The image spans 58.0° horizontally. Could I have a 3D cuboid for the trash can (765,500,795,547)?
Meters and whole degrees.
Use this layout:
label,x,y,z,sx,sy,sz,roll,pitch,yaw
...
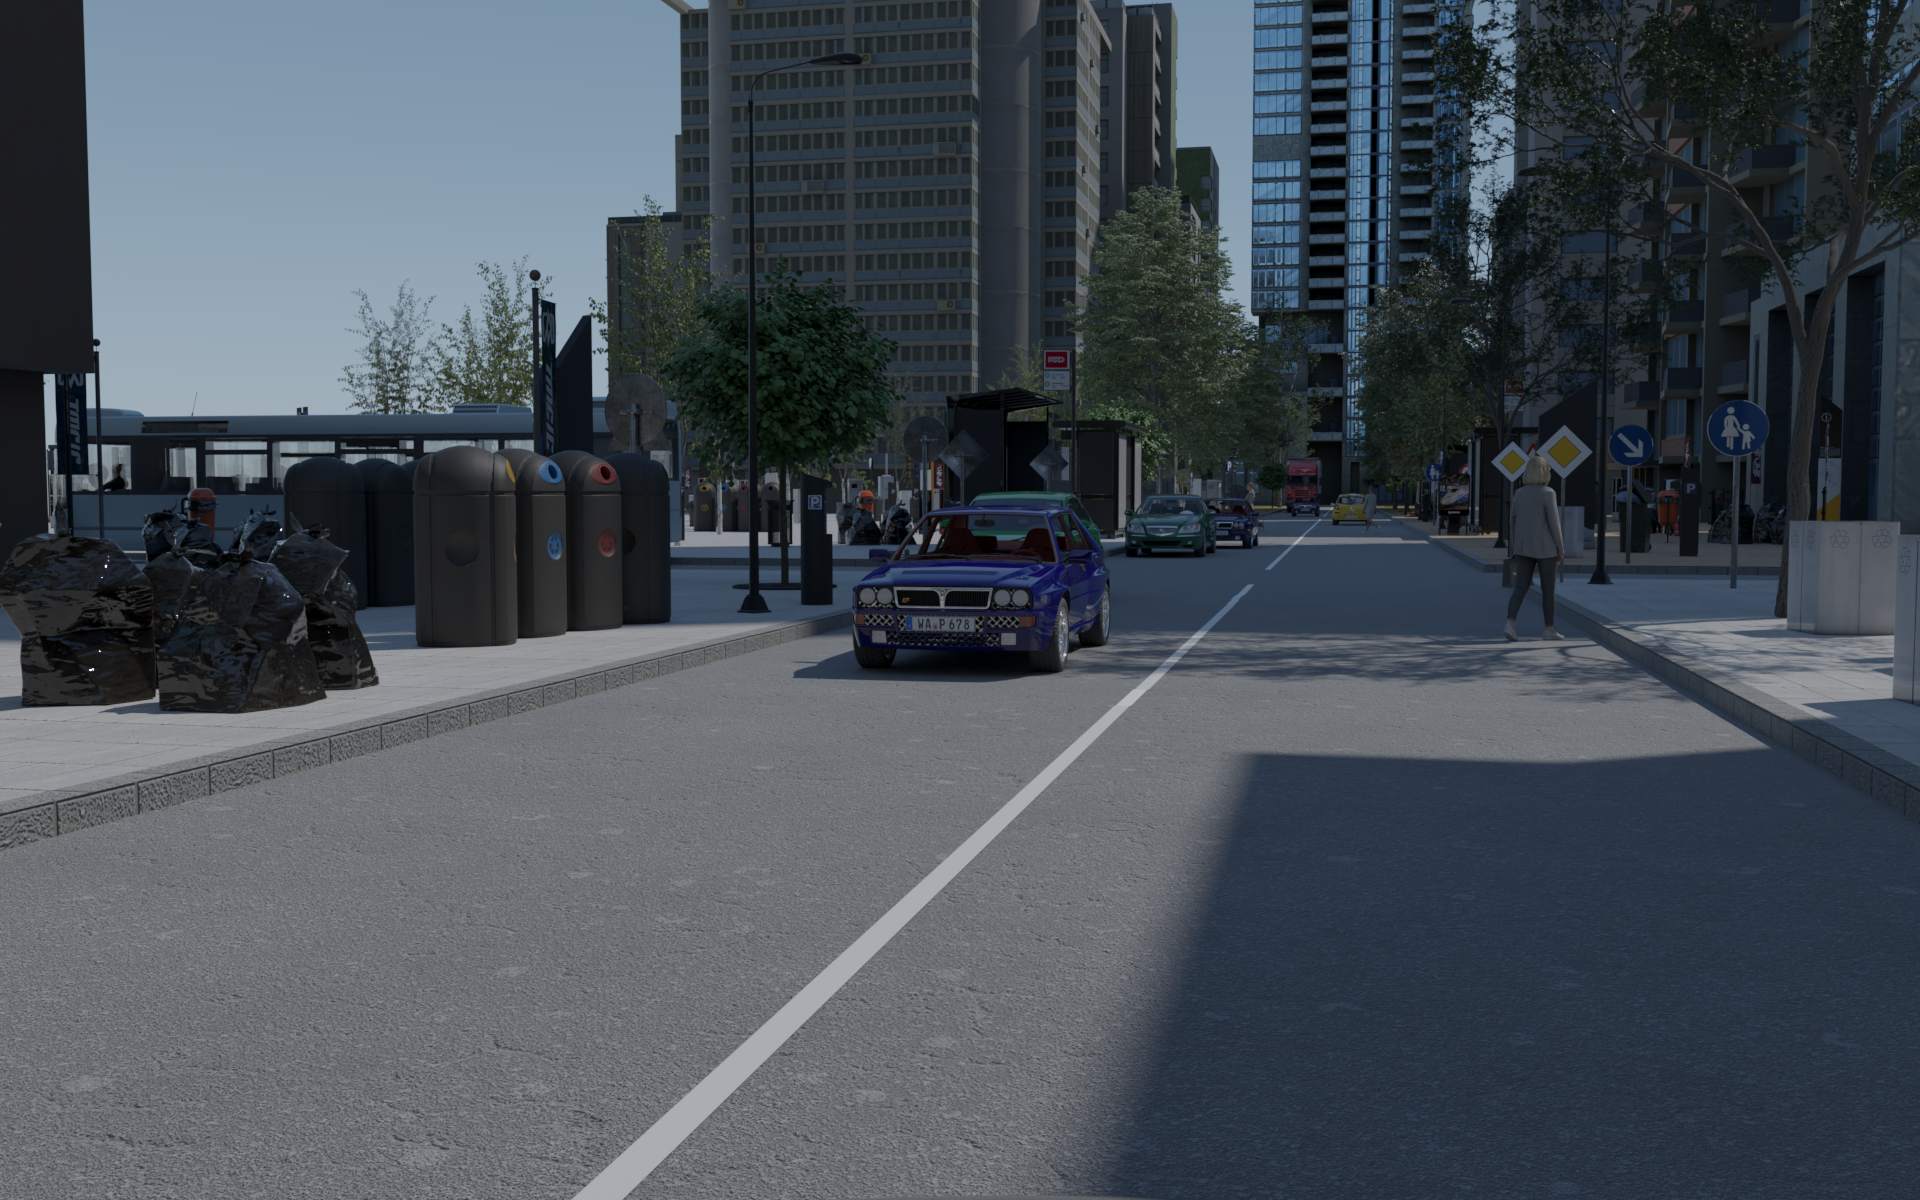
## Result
label,x,y,z,sx,sy,sz,roll,pitch,yaw
trash can,-4.368,-1.859,42.044,0.748,1.137,0.748,0,3,0

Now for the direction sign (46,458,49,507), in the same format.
label,x,y,z,sx,sy,sz,roll,pitch,yaw
direction sign,-43.172,-5.507,82.033,0.876,3.537,0.379,-1,4,-18

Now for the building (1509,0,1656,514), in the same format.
label,x,y,z,sx,sy,sz,roll,pitch,yaw
building,50.350,-35.520,122.759,21.231,58.520,28.212,1,4,13

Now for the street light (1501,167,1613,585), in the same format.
label,x,y,z,sx,sy,sz,roll,pitch,yaw
street light,8.607,-3.187,24.652,1.470,5.913,1.316,1,4,13

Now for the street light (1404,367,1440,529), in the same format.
label,x,y,z,sx,sy,sz,roll,pitch,yaw
street light,17.090,-5.543,63.170,1.470,5.913,1.316,1,4,13

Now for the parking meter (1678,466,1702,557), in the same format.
label,x,y,z,sx,sy,sz,roll,pitch,yaw
parking meter,15.036,-1.830,35.629,0.399,1.863,0.255,1,4,22

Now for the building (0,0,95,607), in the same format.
label,x,y,z,sx,sy,sz,roll,pitch,yaw
building,-18.651,-22.260,14.054,14.200,45.320,14.600,1,4,13

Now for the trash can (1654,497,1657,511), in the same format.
label,x,y,z,sx,sy,sz,roll,pitch,yaw
trash can,30.591,-3.933,75.962,0.748,1.137,0.748,0,3,0

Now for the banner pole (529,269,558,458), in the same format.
label,x,y,z,sx,sy,sz,roll,pitch,yaw
banner pole,-4.707,-1.812,19.644,0.401,3.779,0.863,0,4,8

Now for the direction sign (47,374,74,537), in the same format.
label,x,y,z,sx,sy,sz,roll,pitch,yaw
direction sign,-11.600,-1.868,22.538,0.379,3.537,0.876,-2,4,-25

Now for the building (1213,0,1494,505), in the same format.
label,x,y,z,sx,sy,sz,roll,pitch,yaw
building,46.682,-54.551,204.573,31.000,86.520,22.319,1,4,13

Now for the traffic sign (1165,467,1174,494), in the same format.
label,x,y,z,sx,sy,sz,roll,pitch,yaw
traffic sign,8.789,-4.542,74.359,0.768,2.556,0.104,1,4,20

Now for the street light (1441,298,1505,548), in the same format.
label,x,y,z,sx,sy,sz,roll,pitch,yaw
street light,12.316,-4.194,41.116,1.470,5.913,1.316,1,4,13

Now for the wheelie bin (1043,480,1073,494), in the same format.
label,x,y,z,sx,sy,sz,roll,pitch,yaw
wheelie bin,2.176,-1.918,39.271,0.980,1.594,0.693,0,4,-7

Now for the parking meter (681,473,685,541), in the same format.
label,x,y,z,sx,sy,sz,roll,pitch,yaw
parking meter,-7.729,-2.573,47.776,0.255,1.863,0.399,-1,4,-10

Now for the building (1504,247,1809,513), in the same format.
label,x,y,z,sx,sy,sz,roll,pitch,yaw
building,58.237,-51.265,150.857,22.319,86.520,31.000,1,4,13

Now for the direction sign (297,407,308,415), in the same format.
label,x,y,z,sx,sy,sz,roll,pitch,yaw
direction sign,-17.116,-3.252,45.175,0.379,3.537,0.876,-3,4,-37

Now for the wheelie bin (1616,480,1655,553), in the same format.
label,x,y,z,sx,sy,sz,roll,pitch,yaw
wheelie bin,14.797,-1.841,38.002,0.693,1.594,0.980,2,4,35

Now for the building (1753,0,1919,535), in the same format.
label,x,y,z,sx,sy,sz,roll,pitch,yaw
building,37.988,-44.664,42.924,31.000,86.520,22.319,1,4,13

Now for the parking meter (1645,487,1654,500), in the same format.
label,x,y,z,sx,sy,sz,roll,pitch,yaw
parking meter,26.321,-3.534,66.186,0.372,1.533,0.369,0,3,0

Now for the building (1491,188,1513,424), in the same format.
label,x,y,z,sx,sy,sz,roll,pitch,yaw
building,75.659,-31.400,205.274,23.993,40.220,32.217,1,4,13

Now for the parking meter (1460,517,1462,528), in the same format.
label,x,y,z,sx,sy,sz,roll,pitch,yaw
parking meter,18.562,-3.607,64.680,0.399,1.863,0.255,2,4,32

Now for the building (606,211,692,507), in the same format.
label,x,y,z,sx,sy,sz,roll,pitch,yaw
building,-27.534,-25.019,180.758,14.107,30.474,14.160,1,4,13

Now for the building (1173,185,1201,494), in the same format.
label,x,y,z,sx,sy,sz,roll,pitch,yaw
building,16.369,-24.412,170.842,14.107,30.474,14.160,1,4,13

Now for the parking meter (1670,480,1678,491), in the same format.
label,x,y,z,sx,sy,sz,roll,pitch,yaw
parking meter,28.692,-3.902,69.512,0.399,1.863,0.255,-2,4,-30

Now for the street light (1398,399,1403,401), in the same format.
label,x,y,z,sx,sy,sz,roll,pitch,yaw
street light,21.927,-6.844,84.442,1.470,5.913,1.316,1,4,13

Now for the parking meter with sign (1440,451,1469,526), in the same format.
label,x,y,z,sx,sy,sz,roll,pitch,yaw
parking meter with sign,20.220,-4.486,69.604,1.738,3.016,0.543,0,4,3

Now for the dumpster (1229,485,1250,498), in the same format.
label,x,y,z,sx,sy,sz,roll,pitch,yaw
dumpster,17.343,-6.241,107.806,1.264,1.857,1.865,1,4,13

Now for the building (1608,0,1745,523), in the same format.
label,x,y,z,sx,sy,sz,roll,pitch,yaw
building,44.183,-26.129,81.831,22.147,44.769,28.867,1,4,13

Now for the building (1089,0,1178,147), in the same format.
label,x,y,z,sx,sy,sz,roll,pitch,yaw
building,9.948,-28.007,141.506,14.154,41.232,14.086,1,4,13

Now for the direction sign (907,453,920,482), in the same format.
label,x,y,z,sx,sy,sz,roll,pitch,yaw
direction sign,-2.504,-6.137,92.343,0.876,3.537,0.379,3,4,38

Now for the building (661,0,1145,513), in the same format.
label,x,y,z,sx,sy,sz,roll,pitch,yaw
building,-2.996,-26.471,124.687,32.217,40.220,23.993,1,4,13

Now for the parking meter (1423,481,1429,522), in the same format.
label,x,y,z,sx,sy,sz,roll,pitch,yaw
parking meter,21.412,-4.517,79.570,0.255,1.863,0.399,1,4,19

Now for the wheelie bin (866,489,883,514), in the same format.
label,x,y,z,sx,sy,sz,roll,pitch,yaw
wheelie bin,-5.158,-6.181,108.966,0.980,1.594,0.693,-2,4,-24

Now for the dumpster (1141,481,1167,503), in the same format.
label,x,y,z,sx,sy,sz,roll,pitch,yaw
dumpster,7.986,-4.109,72.945,1.264,1.857,1.865,1,4,13

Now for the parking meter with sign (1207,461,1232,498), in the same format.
label,x,y,z,sx,sy,sz,roll,pitch,yaw
parking meter with sign,13.482,-5.845,91.827,1.738,3.016,0.543,2,4,34

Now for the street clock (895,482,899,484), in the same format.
label,x,y,z,sx,sy,sz,roll,pitch,yaw
street clock,-3.866,-6.238,106.563,0.358,2.002,0.471,0,4,-2

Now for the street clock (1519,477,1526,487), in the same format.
label,x,y,z,sx,sy,sz,roll,pitch,yaw
street clock,23.568,-4.140,72.262,0.358,2.002,0.471,-3,4,-38

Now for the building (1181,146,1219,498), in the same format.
label,x,y,z,sx,sy,sz,roll,pitch,yaw
building,23.537,-32.066,207.868,14.086,41.232,14.154,1,4,13

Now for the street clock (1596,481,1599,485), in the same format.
label,x,y,z,sx,sy,sz,roll,pitch,yaw
street clock,34.294,-5.454,93.749,0.471,2.002,0.358,3,4,36

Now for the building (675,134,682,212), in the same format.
label,x,y,z,sx,sy,sz,roll,pitch,yaw
building,-22.175,-36.498,220.446,21.600,48.544,21.300,1,4,13

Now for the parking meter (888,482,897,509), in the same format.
label,x,y,z,sx,sy,sz,roll,pitch,yaw
parking meter,-3.258,-4.756,83.471,0.399,1.863,0.255,-2,4,-27

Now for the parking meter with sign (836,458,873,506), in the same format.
label,x,y,z,sx,sy,sz,roll,pitch,yaw
parking meter with sign,-5.101,-5.362,83.934,1.738,3.016,0.543,-1,4,-14

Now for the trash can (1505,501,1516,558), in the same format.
label,x,y,z,sx,sy,sz,roll,pitch,yaw
trash can,10.904,-1.334,33.457,0.748,1.137,0.748,0,3,0

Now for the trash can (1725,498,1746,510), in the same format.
label,x,y,z,sx,sy,sz,roll,pitch,yaw
trash can,26.954,-2.970,60.215,0.748,1.137,0.748,0,3,0

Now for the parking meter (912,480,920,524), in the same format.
label,x,y,z,sx,sy,sz,roll,pitch,yaw
parking meter,-1.776,-4.049,71.905,0.399,1.863,0.255,2,4,25

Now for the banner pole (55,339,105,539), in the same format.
label,x,y,z,sx,sy,sz,roll,pitch,yaw
banner pole,-14.083,-2.314,27.843,0.863,3.779,0.401,-3,5,-39

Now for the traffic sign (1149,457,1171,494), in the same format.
label,x,y,z,sx,sy,sz,roll,pitch,yaw
traffic sign,6.835,-3.617,59.251,0.768,2.556,0.104,1,4,18

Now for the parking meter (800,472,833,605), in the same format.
label,x,y,z,sx,sy,sz,roll,pitch,yaw
parking meter,-1.663,-0.714,20.080,0.372,1.533,0.369,0,3,0

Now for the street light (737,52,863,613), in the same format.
label,x,y,z,sx,sy,sz,roll,pitch,yaw
street light,-1.705,-2.810,18.482,1.470,5.913,1.316,1,4,13
